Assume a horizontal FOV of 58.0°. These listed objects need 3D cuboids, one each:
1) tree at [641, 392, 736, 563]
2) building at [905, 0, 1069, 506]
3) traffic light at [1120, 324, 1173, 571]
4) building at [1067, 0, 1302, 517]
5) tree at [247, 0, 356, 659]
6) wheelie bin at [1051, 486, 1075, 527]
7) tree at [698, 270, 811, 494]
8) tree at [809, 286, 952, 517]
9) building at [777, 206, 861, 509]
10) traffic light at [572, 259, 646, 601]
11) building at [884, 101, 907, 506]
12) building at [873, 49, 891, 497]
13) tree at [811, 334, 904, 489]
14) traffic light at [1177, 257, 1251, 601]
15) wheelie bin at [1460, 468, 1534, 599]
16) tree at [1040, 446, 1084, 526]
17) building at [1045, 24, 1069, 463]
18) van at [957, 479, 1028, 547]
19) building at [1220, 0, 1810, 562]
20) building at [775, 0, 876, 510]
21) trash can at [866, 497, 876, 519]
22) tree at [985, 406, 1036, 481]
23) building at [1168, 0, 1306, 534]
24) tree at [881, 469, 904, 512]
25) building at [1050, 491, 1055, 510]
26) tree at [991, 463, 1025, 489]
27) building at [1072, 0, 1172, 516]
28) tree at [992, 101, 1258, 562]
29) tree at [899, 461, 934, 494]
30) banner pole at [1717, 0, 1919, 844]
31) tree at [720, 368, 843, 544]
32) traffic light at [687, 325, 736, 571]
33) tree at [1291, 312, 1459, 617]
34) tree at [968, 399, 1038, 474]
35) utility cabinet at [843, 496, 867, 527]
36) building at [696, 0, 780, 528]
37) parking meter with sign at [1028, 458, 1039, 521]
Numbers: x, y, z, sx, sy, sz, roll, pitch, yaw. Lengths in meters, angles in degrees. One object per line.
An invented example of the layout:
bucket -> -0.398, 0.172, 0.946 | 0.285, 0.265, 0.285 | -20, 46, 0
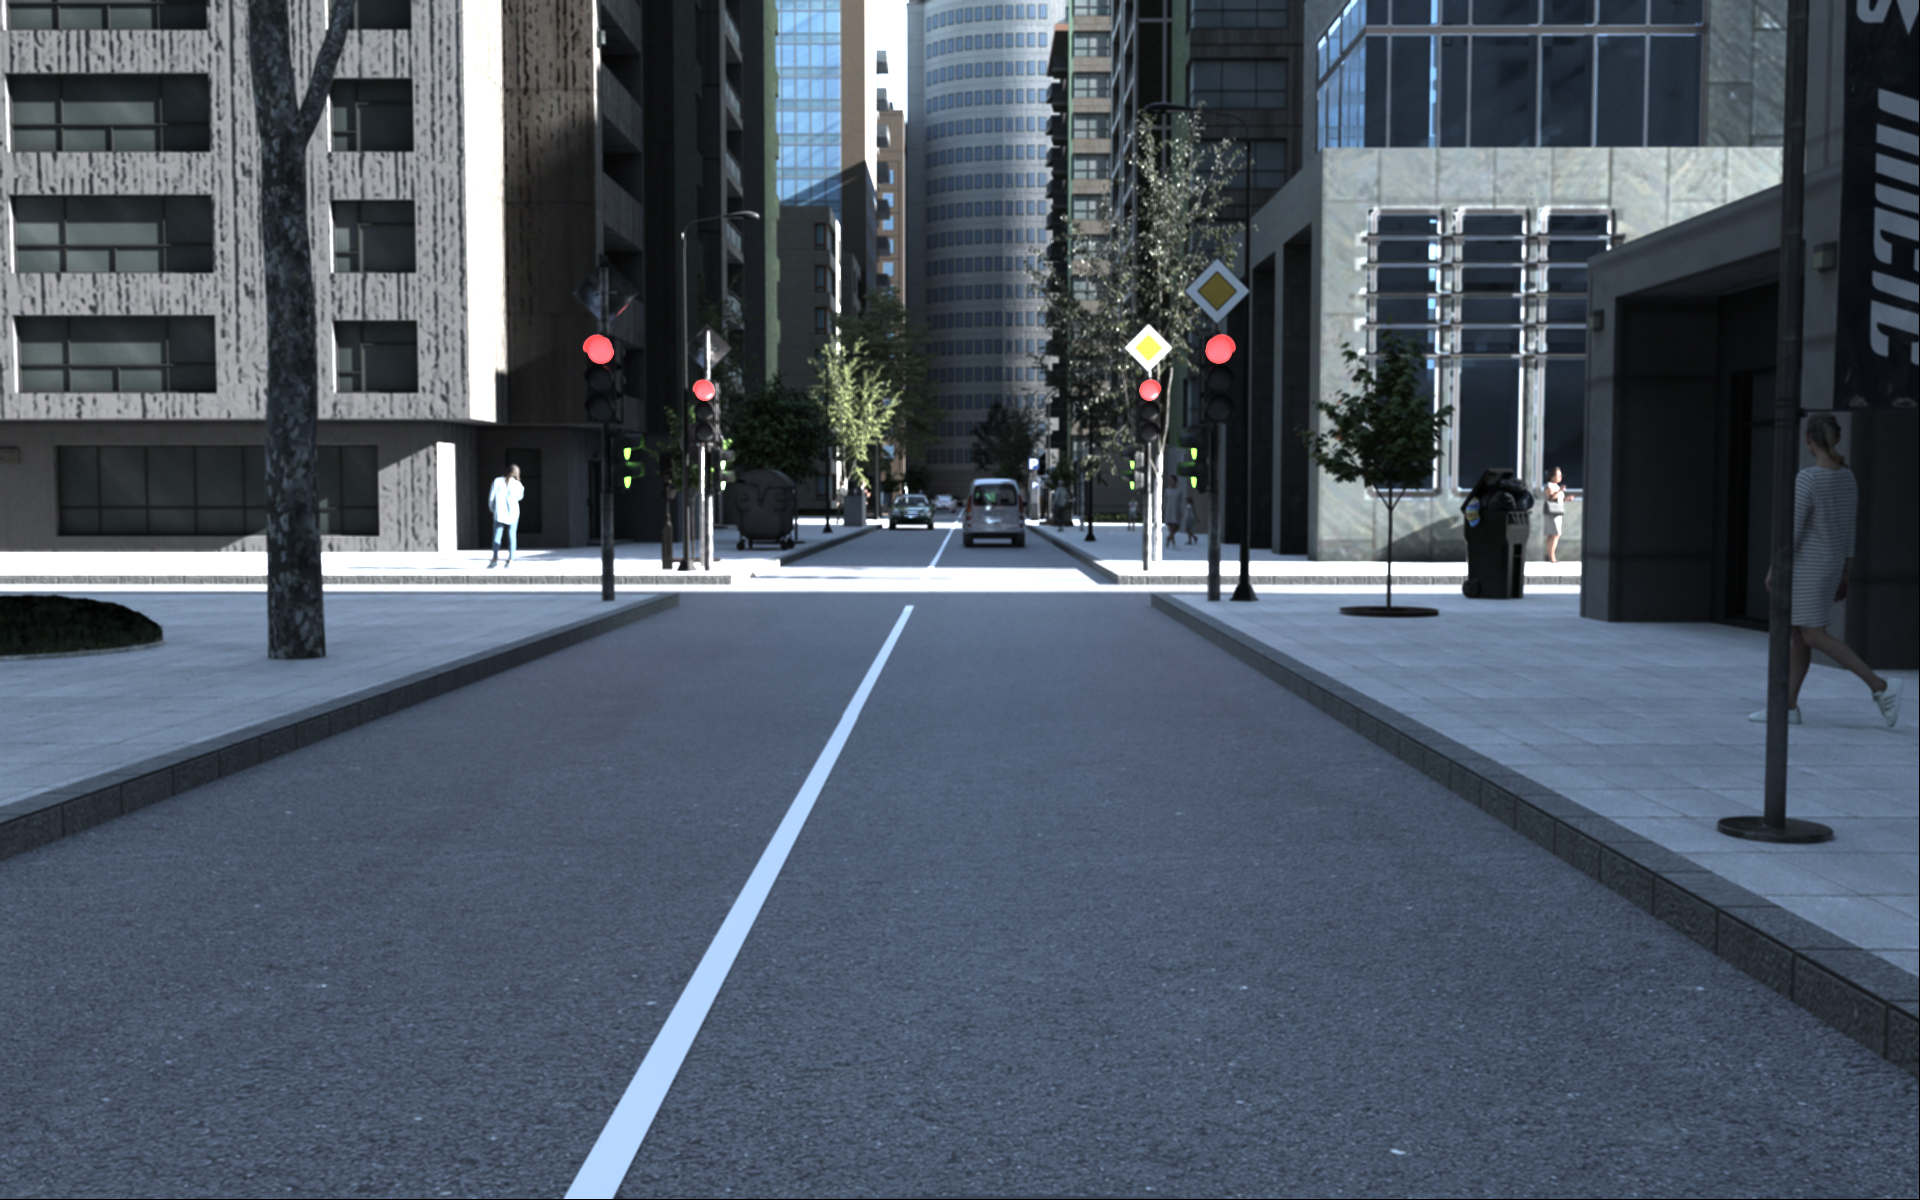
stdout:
tree -> -4.992, -2.328, 32.668 | 1.663, 3.219, 1.824 | 0, 3, 0
building -> 8.025, -40.222, 199.623 | 28.212, 58.520, 21.231 | 0, 4, 0
traffic light -> 3.092, -2.434, 28.720 | 0.839, 4.253, 0.868 | 0, 4, 0
building -> 14.145, -26.433, 115.777 | 14.154, 41.232, 14.086 | 0, 4, 0
tree -> -5.972, -9.533, 11.756 | 12.611, 20.169, 13.585 | 0, 3, 0
wheelie bin -> 4.038, -3.697, 68.357 | 0.980, 1.594, 0.693 | -2, 4, -28
tree -> -7.980, -6.346, 54.115 | 4.737, 8.622, 4.395 | 0, 3, 0
tree -> -4.345, -10.770, 94.214 | 7.486, 12.596, 7.792 | 0, 3, 0
building -> -21.525, -16.735, 118.650 | 27.650, 21.520, 28.899 | 0, 4, 0
traffic light -> -4.224, -1.948, 20.769 | 0.839, 4.253, 0.868 | 0, 4, 0
building -> -13.198, -33.487, 197.621 | 14.200, 45.320, 14.600 | 0, 4, 0
building -> -22.081, -33.302, 164.091 | 30.456, 49.044, 23.786 | 0, 4, 0
tree -> -5.063, -7.926, 79.946 | 4.737, 8.622, 4.395 | 0, 3, 0
traffic light -> 3.037, -1.946, 20.735 | 0.839, 4.253, 0.868 | 0, 4, 0
wheelie bin -> 6.649, -0.823, 21.368 | 0.980, 1.594, 0.693 | -3, 5, -44
tree -> 4.076, -4.598, 69.784 | 1.663, 3.219, 1.824 | 0, 3, 0
building -> 19.249, -31.008, 161.606 | 22.147, 44.769, 28.867 | 0, 4, 0
van -> 0.916, -2.519, 48.198 | 2.013, 2.044, 4.112 | 0, 4, -1
building -> 22.313, -44.546, 41.004 | 31.000, 86.520, 22.319 | 0, 4, 0
building -> -14.029, -29.925, 139.382 | 14.600, 45.320, 14.200 | 0, 4, 0
trash can -> -4.563, -4.655, 87.760 | 0.748, 1.137, 0.748 | 0, 3, 0
tree -> 4.421, -11.805, 143.370 | 4.737, 8.622, 4.395 | 0, 3, 0
building -> 14.365, -23.109, 61.435 | 14.154, 41.232, 14.086 | 0, 4, 0
tree -> -5.000, -7.794, 122.040 | 1.663, 3.219, 1.824 | 0, 3, 0
building -> 23.518, -27.087, 134.748 | 32.217, 40.220, 23.993 | 0, 4, 0
tree -> 4.466, -10.459, 154.713 | 4.285, 4.588, 4.351 | 0, 3, 0
building -> 16.932, -39.993, 92.139 | 20.563, 71.187, 20.611 | 0, 4, 0
tree -> 3.556, -5.029, 32.582 | 4.360, 8.622, 3.978 | 0, 3, 0
tree -> -4.284, -11.486, 171.516 | 4.285, 4.588, 4.351 | 0, 3, 0
banner pole -> 3.307, -1.002, 6.399 | 0.863, 3.779, 0.401 | 1, 4, 9
tree -> -4.679, -3.749, 45.013 | 4.285, 4.588, 4.351 | 0, 3, 0
traffic light -> -4.169, -2.436, 28.754 | 0.839, 4.253, 0.868 | 0, 4, 0
tree -> 4.639, -1.465, 18.561 | 1.663, 3.219, 1.824 | 0, 3, 0
tree -> 4.206, -14.252, 167.433 | 7.601, 10.594, 8.767 | 1, 4, 10
utility cabinet -> -4.155, -3.507, 68.493 | 1.020, 1.237, 0.306 | 3, 5, 40
building -> -14.555, -23.301, 64.573 | 14.154, 41.232, 14.086 | 0, 4, 0
parking meter with sign -> 3.592, -5.358, 83.857 | 0.543, 3.016, 1.738 | 0, 4, 0
